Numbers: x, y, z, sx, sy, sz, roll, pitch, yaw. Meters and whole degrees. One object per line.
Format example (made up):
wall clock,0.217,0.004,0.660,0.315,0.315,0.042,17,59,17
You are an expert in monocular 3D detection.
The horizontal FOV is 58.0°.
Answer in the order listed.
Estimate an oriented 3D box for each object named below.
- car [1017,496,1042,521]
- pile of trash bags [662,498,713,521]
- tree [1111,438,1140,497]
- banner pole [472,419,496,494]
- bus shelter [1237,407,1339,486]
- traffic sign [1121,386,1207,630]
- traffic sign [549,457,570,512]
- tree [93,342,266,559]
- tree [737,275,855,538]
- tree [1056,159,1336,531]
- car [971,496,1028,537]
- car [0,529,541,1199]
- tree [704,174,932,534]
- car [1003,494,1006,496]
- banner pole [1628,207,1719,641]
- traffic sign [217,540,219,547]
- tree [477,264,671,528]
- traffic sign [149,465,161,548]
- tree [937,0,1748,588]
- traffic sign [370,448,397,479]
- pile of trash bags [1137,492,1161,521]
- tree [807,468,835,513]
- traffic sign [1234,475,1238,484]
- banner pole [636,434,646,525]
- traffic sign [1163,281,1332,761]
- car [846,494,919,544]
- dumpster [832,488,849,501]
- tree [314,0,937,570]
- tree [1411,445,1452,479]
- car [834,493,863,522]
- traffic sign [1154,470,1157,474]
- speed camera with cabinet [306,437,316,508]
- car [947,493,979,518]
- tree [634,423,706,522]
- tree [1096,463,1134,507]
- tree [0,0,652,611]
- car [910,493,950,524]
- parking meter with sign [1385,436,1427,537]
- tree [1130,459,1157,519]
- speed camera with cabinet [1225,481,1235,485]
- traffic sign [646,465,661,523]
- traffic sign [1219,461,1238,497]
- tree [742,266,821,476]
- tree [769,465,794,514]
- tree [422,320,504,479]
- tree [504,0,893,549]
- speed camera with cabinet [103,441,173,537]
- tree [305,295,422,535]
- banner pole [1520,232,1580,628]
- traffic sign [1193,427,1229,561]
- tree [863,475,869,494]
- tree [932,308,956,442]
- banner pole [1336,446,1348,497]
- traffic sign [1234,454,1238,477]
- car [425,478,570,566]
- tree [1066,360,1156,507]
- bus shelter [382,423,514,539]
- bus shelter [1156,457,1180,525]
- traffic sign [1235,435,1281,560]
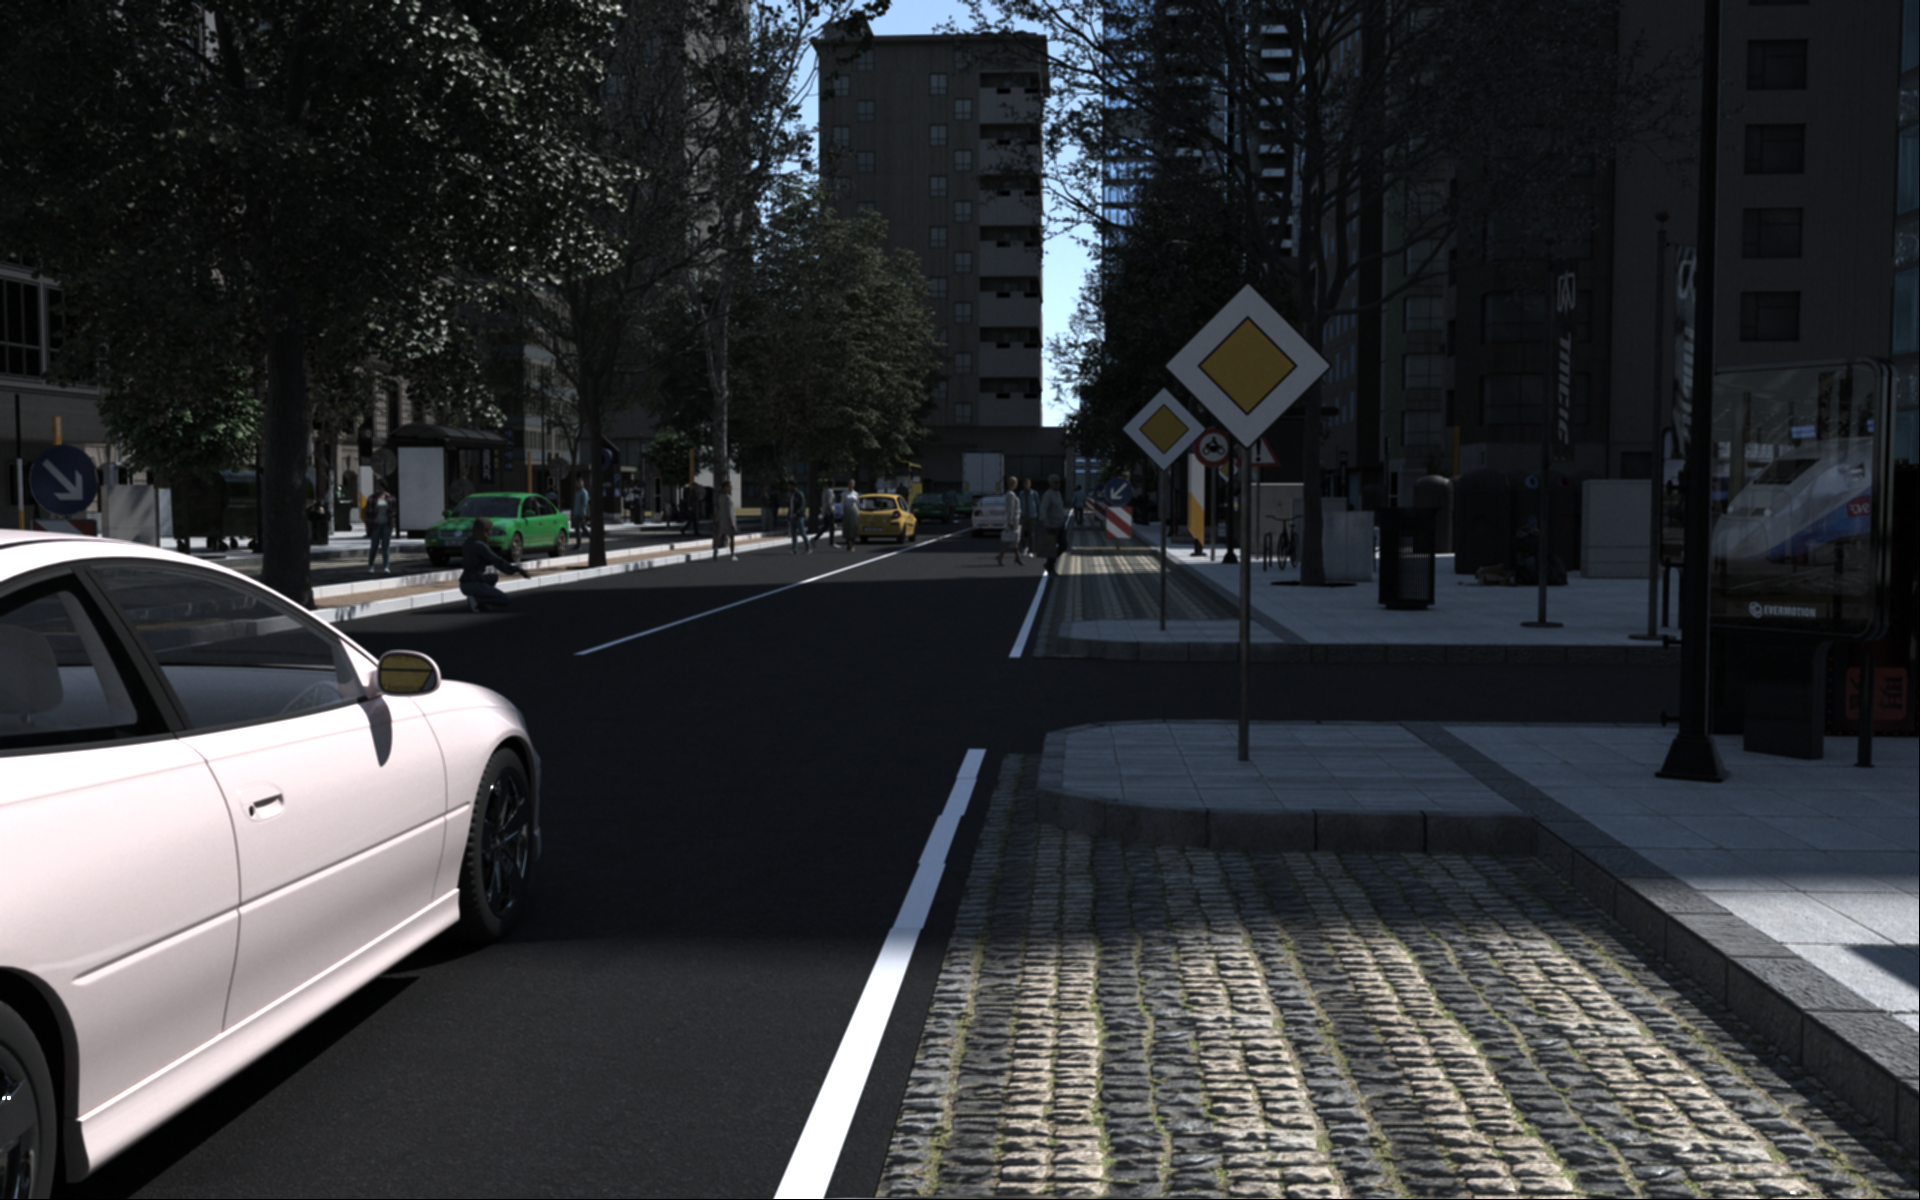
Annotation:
car,3.696,-5.056,95.251,1.945,1.354,3.894,0,4,4
pile of trash bags,-12.902,-4.608,85.101,1.912,1.369,3.447,3,4,38
tree,11.075,-9.843,111.292,4.360,8.622,3.978,0,3,0
banner pole,-15.398,-4.021,55.768,0.863,3.779,0.401,-1,4,-18
bus shelter,8.382,-4.181,45.991,2.179,5.291,8.768,0,4,4
traffic sign,1.906,-0.771,16.246,0.795,2.450,0.064,0,4,4
traffic sign,-13.891,-3.664,60.018,0.768,2.556,0.104,1,4,9
tree,-15.390,-3.098,34.372,4.285,4.588,4.351,0,3,0
tree,-5.432,-6.287,55.616,4.360,8.622,3.978,0,3,0
tree,8.106,-8.714,59.488,9.611,12.733,9.660,0,3,0
car,1.381,-2.840,58.799,2.083,1.381,4.827,0,4,3
car,-2.459,0.502,4.158,2.083,1.381,4.827,0,4,3
tree,-5.300,-8.628,61.646,7.486,12.596,7.792,0,3,0
car,3.502,-8.647,153.169,2.131,1.459,4.920,0,4,3
banner pole,6.346,-1.547,15.317,0.863,3.779,0.401,-1,4,-23
traffic sign,-17.966,-2.558,41.927,0.768,2.556,0.104,0,4,5
tree,-14.543,-7.930,64.061,8.767,10.594,7.601,1,4,18
traffic sign,-16.955,-2.229,36.548,0.768,2.556,0.104,1,4,13
tree,4.805,-6.936,23.776,12.009,13.543,11.850,0,3,0
traffic sign,-16.018,-2.936,48.104,0.768,2.556,0.104,0,4,6
pile of trash bags,9.441,-4.474,82.907,1.912,1.369,3.447,-2,4,-24
tree,-9.969,-7.613,119.068,1.663,3.219,1.824,0,3,0
traffic sign,11.246,-4.317,70.587,0.884,2.594,0.081,1,4,10
banner pole,-13.209,-5.019,72.076,0.401,3.779,0.863,-2,4,-30
traffic sign,1.362,-0.284,8.280,0.795,2.450,0.064,0,4,4
car,-2.283,-2.497,51.049,2.015,1.641,3.980,0,4,6
dumpster,-7.676,-6.526,114.922,1.865,1.857,1.264,0,4,4
tree,-6.892,-7.318,32.476,12.009,13.543,11.850,0,3,0
tree,18.590,-4.533,68.718,1.663,3.219,1.824,0,3,0
car,-5.603,-4.856,88.995,1.945,1.707,3.694,0,4,3
traffic sign,10.299,-5.508,90.163,0.768,2.556,0.104,1,4,12
speed camera with cabinet,-22.856,-4.028,60.198,0.660,3.252,2.038,-2,4,-29
car,0.108,-5.798,103.597,1.959,1.807,4.718,0,4,3
tree,-13.312,-5.909,80.321,4.285,4.588,4.351,0,3,0
tree,13.763,-10.339,152.764,4.285,4.588,4.351,0,3,0
tree,-8.008,-6.795,20.208,9.857,13.997,8.962,0,3,0
car,-1.444,-4.648,84.798,1.959,1.807,4.718,0,4,4
parking meter with sign,13.717,-3.423,52.227,1.738,3.016,0.543,1,4,18
tree,9.598,-5.670,87.306,1.663,3.219,1.824,0,3,0
speed camera with cabinet,14.882,-5.876,90.408,2.038,3.252,0.660,1,4,17
traffic sign,-13.627,-4.682,76.656,0.768,2.556,0.104,1,4,10
traffic sign,8.227,-3.193,53.388,0.795,2.450,0.064,1,4,10
tree,-12.371,-11.315,91.655,9.857,13.997,8.962,0,3,0
tree,-11.319,-7.052,109.906,1.663,3.219,1.824,0,3,0
tree,-21.060,-7.477,72.615,4.360,8.622,3.978,0,3,0
tree,-7.374,-11.438,45.359,12.611,20.169,13.585,0,3,0
speed camera with cabinet,-24.148,-3.476,51.168,0.660,3.252,2.038,3,5,43
tree,-19.585,-6.334,53.915,4.360,8.622,3.978,0,3,0
banner pole,5.665,-1.617,16.455,0.401,3.779,0.863,0,4,-5
traffic sign,4.838,-2.015,33.057,0.768,2.556,0.104,1,4,12
tree,-7.717,-9.656,152.474,1.663,3.219,1.824,0,3,0
tree,-4.390,-9.220,71.332,7.486,12.596,7.792,0,3,0
banner pole,19.651,-6.080,89.429,0.863,3.779,0.401,-1,4,-19
traffic sign,8.335,-3.270,53.567,0.768,2.556,0.104,0,4,5
car,-9.578,-1.668,36.062,1.959,1.807,4.718,0,4,6
tree,9.912,-10.029,98.394,7.601,10.594,8.767,2,4,23
bus shelter,-15.254,-3.553,52.021,2.014,3.302,5.546,0,4,4
bus shelter,8.656,-4.547,68.263,2.014,3.302,5.546,0,4,4
traffic sign,5.803,-2.062,33.711,0.884,2.594,0.081,1,4,12
